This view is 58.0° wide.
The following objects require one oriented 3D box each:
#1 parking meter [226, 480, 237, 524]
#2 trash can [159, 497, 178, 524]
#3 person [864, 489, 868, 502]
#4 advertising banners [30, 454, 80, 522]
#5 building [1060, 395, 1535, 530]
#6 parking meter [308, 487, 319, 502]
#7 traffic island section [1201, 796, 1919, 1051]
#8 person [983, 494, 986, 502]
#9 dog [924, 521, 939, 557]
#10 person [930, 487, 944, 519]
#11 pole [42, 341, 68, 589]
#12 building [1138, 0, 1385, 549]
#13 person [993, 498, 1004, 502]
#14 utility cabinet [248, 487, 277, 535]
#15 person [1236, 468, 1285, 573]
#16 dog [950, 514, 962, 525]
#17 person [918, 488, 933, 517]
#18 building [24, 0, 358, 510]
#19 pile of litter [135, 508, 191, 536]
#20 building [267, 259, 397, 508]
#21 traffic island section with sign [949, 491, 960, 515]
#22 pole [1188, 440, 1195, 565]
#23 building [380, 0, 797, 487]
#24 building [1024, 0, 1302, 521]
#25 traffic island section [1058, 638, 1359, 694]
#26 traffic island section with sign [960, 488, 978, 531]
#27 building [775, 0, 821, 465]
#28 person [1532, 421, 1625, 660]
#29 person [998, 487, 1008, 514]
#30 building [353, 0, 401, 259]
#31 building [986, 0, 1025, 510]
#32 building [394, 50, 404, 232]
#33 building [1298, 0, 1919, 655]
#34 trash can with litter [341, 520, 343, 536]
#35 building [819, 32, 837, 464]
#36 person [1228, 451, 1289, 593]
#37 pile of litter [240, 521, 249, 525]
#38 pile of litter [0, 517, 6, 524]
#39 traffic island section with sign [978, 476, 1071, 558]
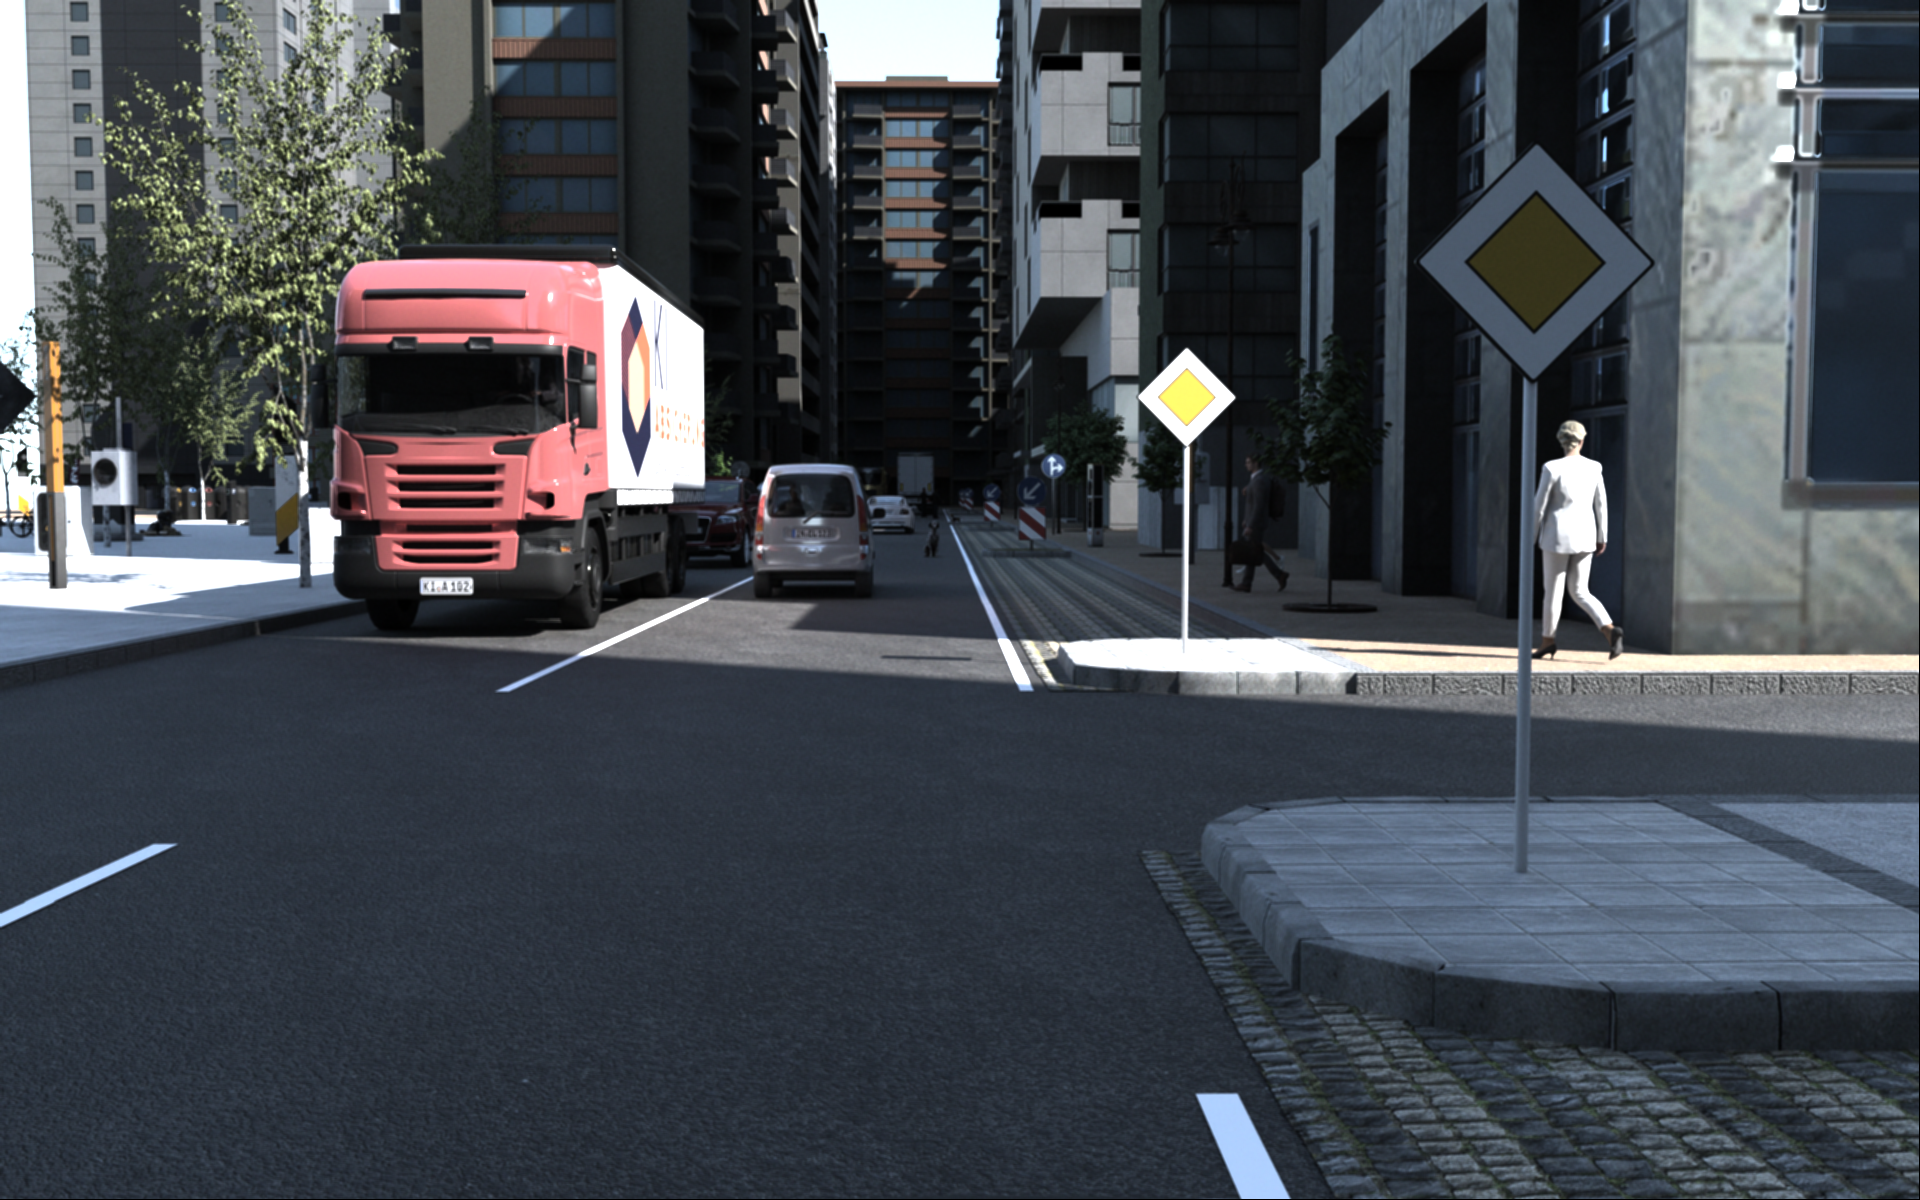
[{"bbox_3d":[-31.006,-4.158,73.698,0.255,1.863,0.399,1,4,18],"label":"parking meter"},{"bbox_3d":[-34.398,-3.892,75.289,0.748,1.137,0.748,0,3,0],"label":"trash can"},{"bbox_3d":[-5.422,-5.366,96.953,0.721,1.735,1.217,-2,4,-28],"label":"person"},{"bbox_3d":[-39.426,-4.854,75.545,2.074,3.025,0.090,-1,4,-17],"label":"advertising banners"},{"bbox_3d":[16.259,-29.685,74.581,28.713,52.752,27.495,0,4,-1],"label":"building"},{"bbox_3d":[-24.174,-3.446,64.748,0.372,1.533,0.369,0,3,0],"label":"parking meter"},{"bbox_3d":[1.947,1.004,5.872,2.009,0.180,2.903,0,4,-1],"label":"traffic island section"},{"bbox_3d":[1.937,-8.081,138.988,0.721,1.723,1.217,0,4,-2],"label":"person"},{"bbox_3d":[-0.564,-1.397,39.675,0.513,0.831,0.800,2,4,25],"label":"dog"},{"bbox_3d":[-1.398,-5.676,101.320,0.705,1.821,1.348,-2,4,-34],"label":"person"},{"bbox_3d":[-12.175,-1.801,23.289,0.158,3.312,0.155,0,3,0],"label":"pole"},{"bbox_3d":[11.628,-16.804,46.449,14.160,30.474,14.107,0,4,-1],"label":"building"},{"bbox_3d":[2.435,-6.736,116.891,1.217,1.736,0.721,-2,4,-29],"label":"person"},{"bbox_3d":[-21.115,-2.707,52.942,1.173,1.500,0.318,0,4,4],"label":"utility cabinet"},{"bbox_3d":[4.852,-1.295,27.963,0.760,1.731,0.466,0,4,-1],"label":"person"},{"bbox_3d":[-0.203,-3.774,80.994,0.540,0.507,0.406,0,4,-5],"label":"dog"},{"bbox_3d":[-2.198,-6.017,106.896,0.705,1.821,1.348,3,5,39],"label":"person"},{"bbox_3d":[-65.834,-43.604,151.175,20.611,71.187,20.563,0,4,-1],"label":"building"},{"bbox_3d":[-24.449,-2.388,53.016,1.719,0.858,1.176,1,4,22],"label":"pile of litter"},{"bbox_3d":[-40.436,-18.696,150.718,28.899,21.520,27.650,0,4,-1],"label":"building"},{"bbox_3d":[0.452,-6.589,116.352,1.989,1.847,2.006,0,4,-1],"label":"traffic island section with sign"},{"bbox_3d":[4.175,-2.304,31.513,0.158,3.312,0.155,0,3,0],"label":"pole"},{"bbox_3d":[-21.291,-27.390,102.450,22.147,44.769,28.867,0,4,-1],"label":"building"},{"bbox_3d":[10.607,-19.987,98.489,14.160,30.474,14.107,0,4,-1],"label":"building"},{"bbox_3d":[1.839,0.515,13.856,2.009,0.180,2.903,0,4,-1],"label":"traffic island section"},{"bbox_3d":[1.113,-3.591,67.333,1.989,1.847,2.006,0,4,-1],"label":"traffic island section with sign"},{"bbox_3d":[-21.671,-30.814,127.518,21.300,48.544,21.600,0,4,-1],"label":"building"},{"bbox_3d":[4.708,-0.449,13.256,0.514,1.842,0.818,-2,4,-31],"label":"person"},{"bbox_3d":[2.663,-6.341,110.431,0.721,1.735,1.217,-2,4,-32],"label":"person"},{"bbox_3d":[-70.333,-39.153,182.157,28.212,58.520,21.231,0,4,-1],"label":"building"},{"bbox_3d":[14.368,-32.320,148.039,23.786,49.044,30.456,0,4,-1],"label":"building"},{"bbox_3d":[-45.427,-34.188,182.675,21.600,48.544,21.300,0,4,-1],"label":"building"},{"bbox_3d":[21.006,-43.413,22.476,31.000,86.520,22.319,0,4,-1],"label":"building"},{"bbox_3d":[-17.146,-2.185,47.120,1.055,1.170,0.624,-2,4,-25],"label":"trash can with litter"},{"bbox_3d":[-18.272,-28.922,156.472,14.086,41.232,14.154,0,4,-1],"label":"building"},{"bbox_3d":[3.897,-1.010,22.524,0.822,1.834,0.622,0,4,3],"label":"person"},{"bbox_3d":[-28.827,-3.492,71.067,1.176,0.858,1.719,-3,5,-43],"label":"pile of litter"},{"bbox_3d":[-38.706,-3.381,69.244,1.719,0.858,1.176,1,4,19],"label":"pile of litter"},{"bbox_3d":[1.500,-1.898,39.666,1.989,1.847,2.006,0,4,-1],"label":"traffic island section with sign"}]
